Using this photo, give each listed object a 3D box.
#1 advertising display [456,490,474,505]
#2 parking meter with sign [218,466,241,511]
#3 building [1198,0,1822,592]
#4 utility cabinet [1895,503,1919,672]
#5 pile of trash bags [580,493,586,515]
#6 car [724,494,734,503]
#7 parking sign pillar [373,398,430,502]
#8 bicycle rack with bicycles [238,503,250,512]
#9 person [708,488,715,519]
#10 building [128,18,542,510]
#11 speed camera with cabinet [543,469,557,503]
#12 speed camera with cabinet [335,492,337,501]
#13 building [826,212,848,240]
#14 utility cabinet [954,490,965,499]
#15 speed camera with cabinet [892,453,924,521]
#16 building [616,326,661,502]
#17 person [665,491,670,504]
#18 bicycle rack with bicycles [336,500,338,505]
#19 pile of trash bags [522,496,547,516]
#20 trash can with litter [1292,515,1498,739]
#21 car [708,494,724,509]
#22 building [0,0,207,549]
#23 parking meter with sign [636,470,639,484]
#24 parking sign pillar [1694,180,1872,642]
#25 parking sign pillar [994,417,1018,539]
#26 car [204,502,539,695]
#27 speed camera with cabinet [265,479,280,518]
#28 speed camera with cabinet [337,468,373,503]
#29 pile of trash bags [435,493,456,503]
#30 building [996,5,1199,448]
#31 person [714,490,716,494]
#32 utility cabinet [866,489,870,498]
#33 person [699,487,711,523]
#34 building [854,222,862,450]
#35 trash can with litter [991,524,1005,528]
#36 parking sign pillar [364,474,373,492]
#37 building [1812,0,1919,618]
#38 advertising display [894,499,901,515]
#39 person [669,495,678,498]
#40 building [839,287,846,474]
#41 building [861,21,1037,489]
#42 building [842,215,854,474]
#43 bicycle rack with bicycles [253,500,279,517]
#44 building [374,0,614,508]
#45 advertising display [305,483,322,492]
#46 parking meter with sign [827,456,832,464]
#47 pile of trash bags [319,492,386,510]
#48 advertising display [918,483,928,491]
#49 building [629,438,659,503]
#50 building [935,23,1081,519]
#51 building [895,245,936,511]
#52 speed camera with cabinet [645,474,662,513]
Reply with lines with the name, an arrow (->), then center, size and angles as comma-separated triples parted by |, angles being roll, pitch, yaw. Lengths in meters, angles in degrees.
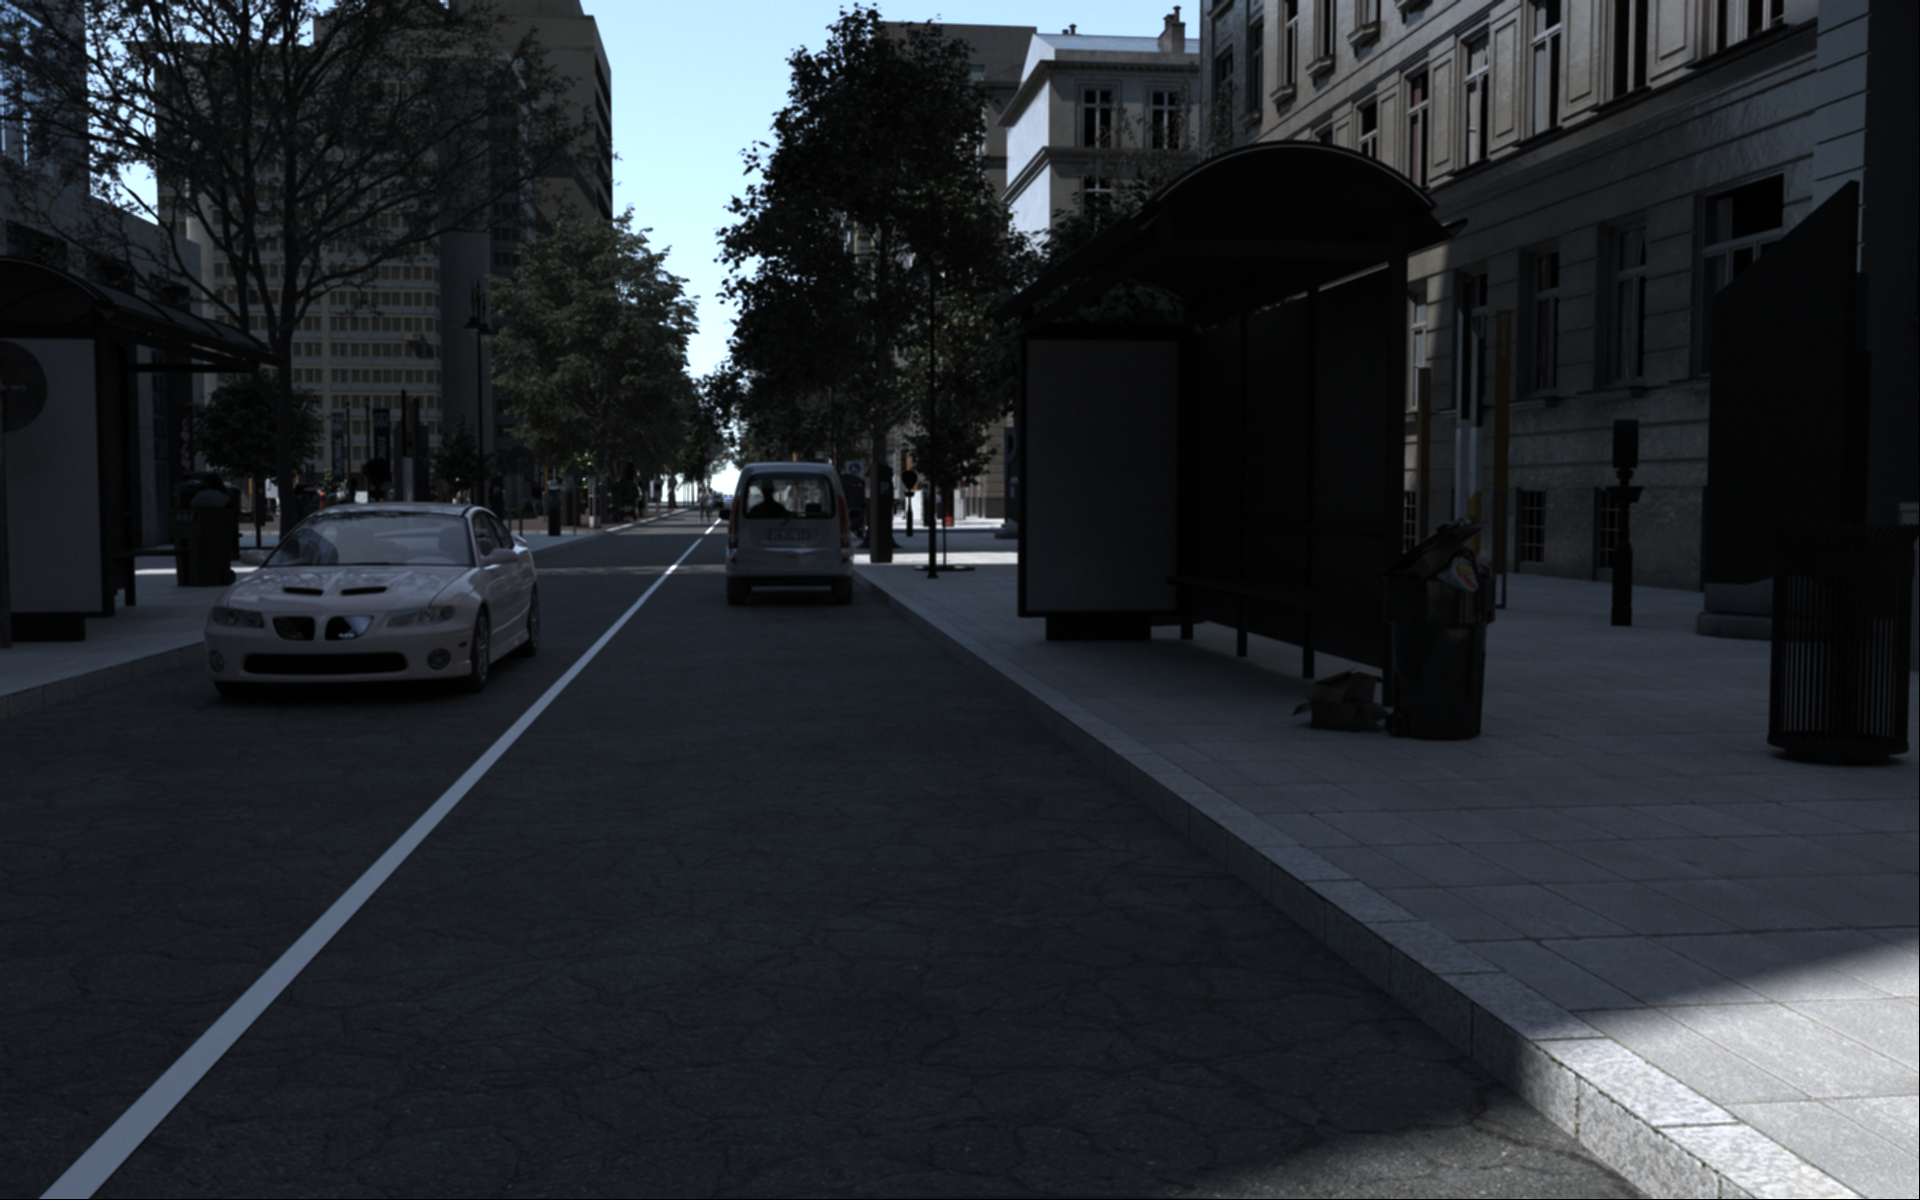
advertising display -> -17.420, -3.409, 60.949 | 0.974, 1.923, 0.123 | 3, 5, 41
parking meter with sign -> -47.296, -7.083, 112.067 | 1.738, 3.016, 0.543 | 1, 4, 13
building -> 15.445, -12.284, 34.127 | 16.112, 22.955, 30.059 | 0, 4, -7
utility cabinet -> 7.296, -0.076, 12.397 | 1.020, 1.237, 0.306 | 2, 4, 34
pile of trash bags -> -23.985, -6.022, 108.210 | 3.447, 1.369, 1.912 | -2, 4, -31
car -> -36.339, -16.029, 271.668 | 1.945, 1.707, 3.694 | 0, 4, -7
parking sign pillar -> -15.580, -3.713, 49.183 | 1.447, 3.967, 1.447 | 3, 5, 45
bicycle rack with bicycles -> -50.086, -6.801, 124.580 | 2.852, 0.926, 2.925 | -2, 4, -29
person -> -14.135, -5.477, 98.312 | 0.793, 1.790, 0.793 | -2, 4, -27
building -> -48.856, -27.753, 145.637 | 32.217, 40.220, 23.993 | 0, 4, -7
speed camera with cabinet -> -27.494, -7.447, 116.094 | 0.660, 3.252, 2.038 | -2, 4, -25
speed camera with cabinet -> -44.240, -7.894, 123.396 | 0.660, 3.252, 2.038 | -3, 5, -39
building -> -10.645, -43.870, 259.272 | 21.231, 58.520, 28.212 | 0, 4, -7
utility cabinet -> -0.156, -4.971, 89.955 | 0.318, 1.500, 1.173 | -2, 4, -33
speed camera with cabinet -> -2.471, -5.431, 83.126 | 2.038, 3.252, 0.660 | 3, 4, 36
building -> -56.823, -31.430, 285.575 | 14.160, 30.474, 14.107 | 0, 4, -7
person -> -36.385, -12.758, 217.237 | 1.348, 1.807, 0.705 | 2, 4, 24
bicycle rack with bicycles -> -37.521, -5.562, 104.328 | 2.925, 0.926, 2.852 | 2, 4, 26
pile of trash bags -> -24.369, -5.620, 101.634 | 3.447, 1.369, 1.912 | 3, 4, 38
trash can with litter -> 2.307, 0.130, 9.264 | 1.055, 1.170, 0.624 | 2, 4, 33
car -> -24.551, -9.989, 173.104 | 2.009, 1.686, 4.222 | 0, 4, -5
building -> -33.608, -43.848, 29.580 | 31.000, 86.520, 22.319 | 0, 4, -7
parking meter with sign -> -23.082, -7.779, 123.448 | 0.543, 3.016, 1.738 | 1, 4, 12
parking sign pillar -> 7.456, -1.660, 15.613 | 1.447, 3.967, 1.447 | -2, 4, -32
parking sign pillar -> 1.698, -3.751, 49.805 | 1.447, 3.967, 1.447 | -1, 4, -18
car -> -4.533, -0.095, 13.919 | 2.083, 1.381, 4.827 | 0, 4, -6
speed camera with cabinet -> -40.942, -6.719, 104.190 | 2.038, 3.252, 0.660 | 3, 4, 36
speed camera with cabinet -> -39.747, -7.318, 113.993 | 2.038, 3.252, 0.660 | 0, 4, 7
pile of trash bags -> -31.454, -5.852, 105.433 | 1.912, 1.369, 3.447 | 0, 4, 3
building -> 19.901, -16.021, 81.026 | 34.723, 24.649, 14.460 | 0, 4, -7
person -> -26.276, -10.851, 185.916 | 0.705, 1.824, 1.348 | 0, 4, 4
utility cabinet -> -3.900, -3.781, 70.491 | 0.318, 1.500, 1.173 | 3, 4, 39
person -> -12.524, -4.688, 85.329 | 0.709, 1.800, 0.728 | 2, 4, 32
building -> -3.383, -29.684, 168.921 | 14.154, 41.232, 14.086 | 0, 4, -7
trash can with litter -> 2.176, -3.351, 65.843 | 2.233, 1.210, 1.678 | 3, 5, 42
parking sign pillar -> -44.185, -8.669, 130.213 | 1.447, 3.967, 1.447 | 2, 4, 31
building -> 16.248, -13.848, 3.913 | 11.434, 29.767, 29.804 | 0, 4, -7
advertising display -> -4.101, -6.268, 107.700 | 0.974, 1.923, 0.123 | -3, 4, -38
person -> -35.718, -12.622, 215.654 | 1.217, 1.735, 0.721 | 0, 4, -2
building -> -11.975, -28.515, 237.919 | 14.160, 30.474, 14.107 | 0, 4, -7
building -> -1.039, -28.816, 154.728 | 14.154, 41.232, 14.086 | 0, 4, -7
building -> -1.601, -35.005, 191.947 | 23.786, 49.044, 30.456 | 0, 4, -7
bicycle rack with bicycles -> -38.956, -5.277, 99.658 | 2.925, 0.926, 2.852 | -1, 4, -16
building -> -45.361, -33.336, 168.745 | 21.300, 48.544, 21.600 | 0, 4, -7
advertising display -> -36.610, -5.683, 98.124 | 0.974, 1.923, 0.123 | 0, 4, 1
parking meter with sign -> -5.895, -5.123, 80.025 | 0.543, 3.016, 1.738 | 0, 4, -7
pile of trash bags -> -28.278, -4.297, 80.010 | 3.447, 1.369, 1.912 | 1, 4, 12
advertising display -> -2.315, -6.031, 103.819 | 0.974, 1.923, 0.123 | 3, 4, 36
building -> -60.487, -25.563, 262.999 | 27.650, 21.520, 28.899 | 0, 4, -7
building -> 5.425, -18.655, 102.268 | 12.463, 27.353, 25.104 | 0, 4, -7
building -> 2.108, -17.453, 127.156 | 13.314, 21.916, 24.055 | 0, 4, -7
speed camera with cabinet -> -21.444, -7.604, 118.654 | 2.038, 3.252, 0.660 | -2, 4, -33
